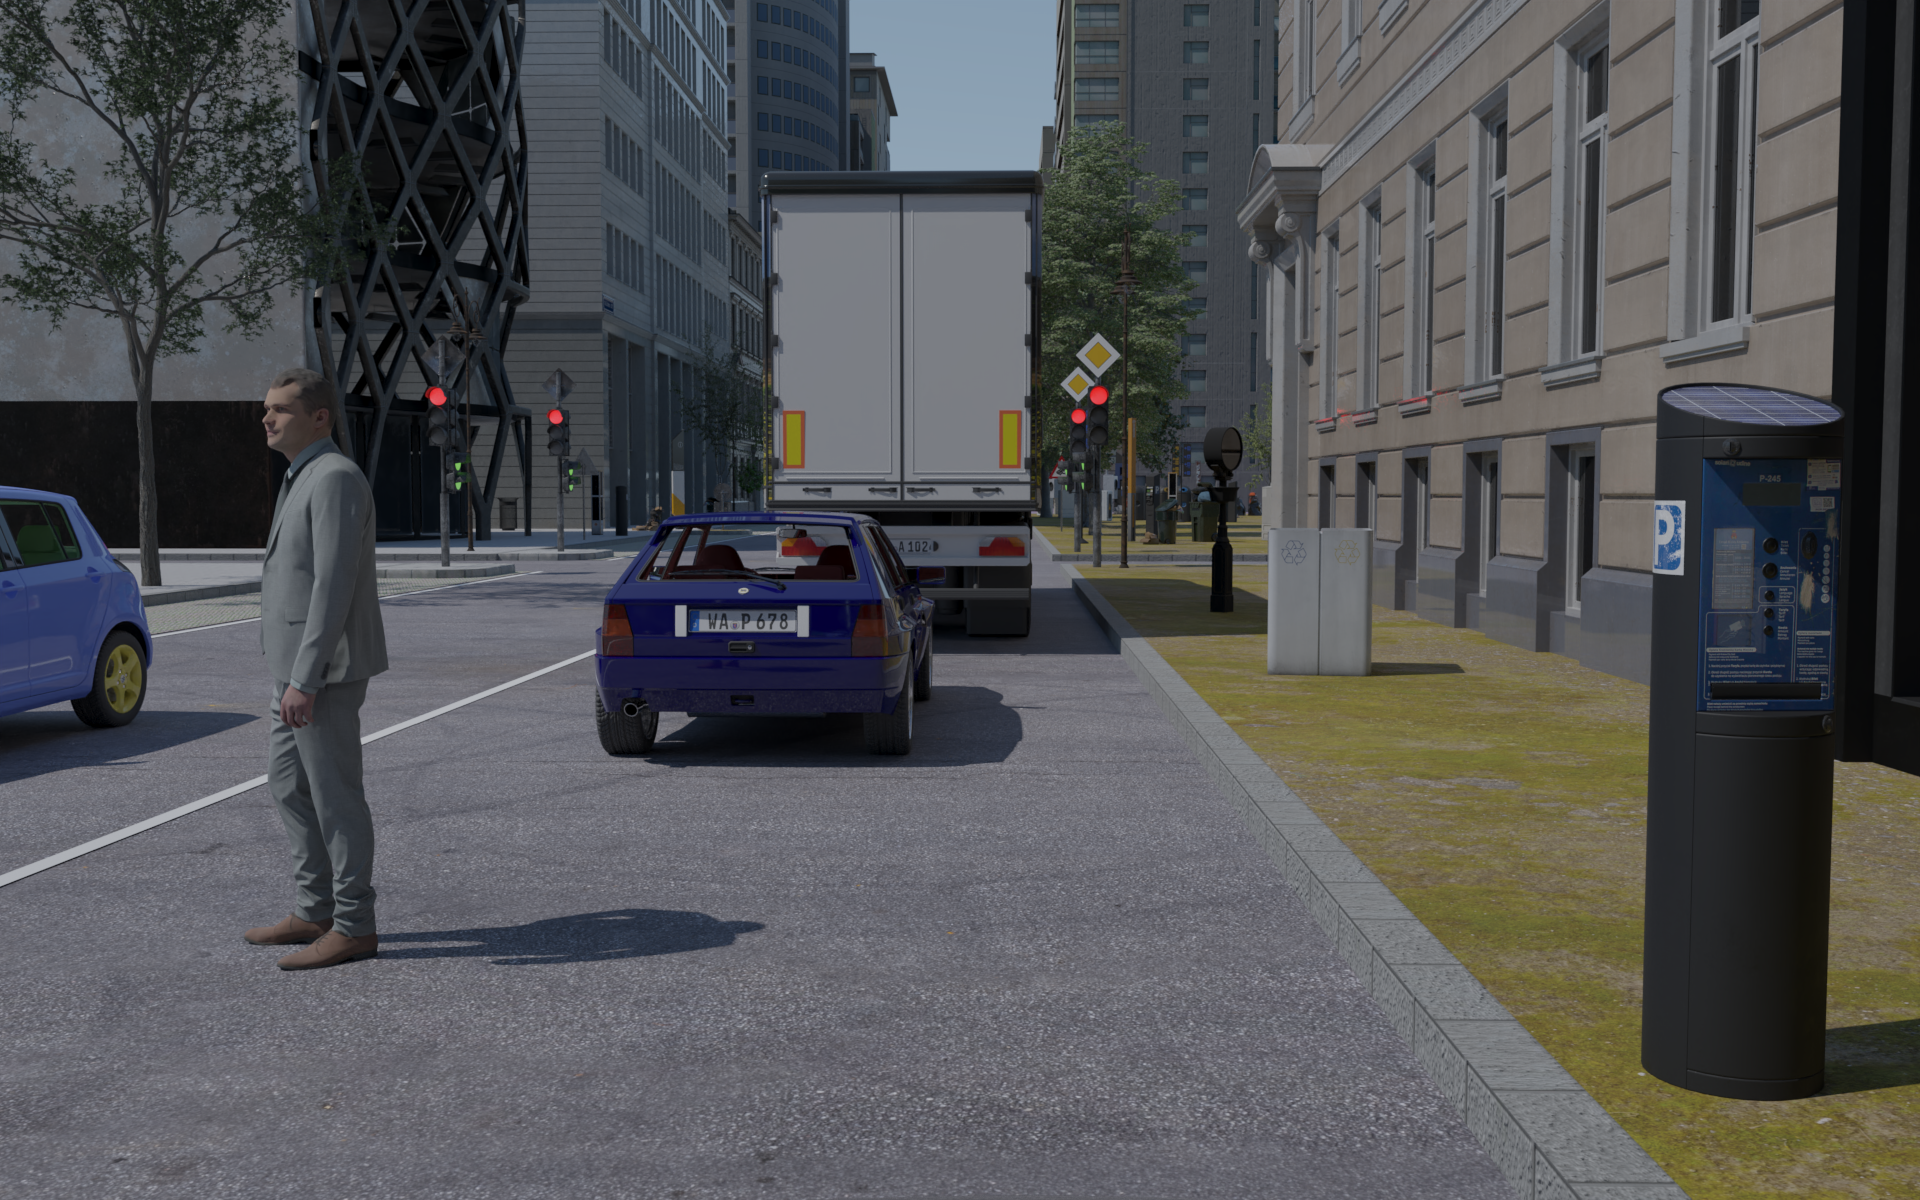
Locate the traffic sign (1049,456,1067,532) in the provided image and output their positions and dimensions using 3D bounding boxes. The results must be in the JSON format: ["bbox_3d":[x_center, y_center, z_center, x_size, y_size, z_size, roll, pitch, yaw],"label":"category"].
[{"bbox_3d":[3.461,-3.606,58.955,0.884,2.594,0.081,1,4,9],"label":"traffic sign"}]

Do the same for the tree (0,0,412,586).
[{"bbox_3d":[-11.428,-5.451,23.542,8.767,10.594,7.601,1,4,20],"label":"tree"}]

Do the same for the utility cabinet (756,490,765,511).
[{"bbox_3d":[-10.591,-5.230,94.185,0.318,1.500,1.173,2,4,34],"label":"utility cabinet"}]

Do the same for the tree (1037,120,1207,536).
[{"bbox_3d":[3.922,-8.256,53.112,7.486,12.596,7.792,0,3,0],"label":"tree"}]

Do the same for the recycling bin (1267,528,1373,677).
[{"bbox_3d":[2.603,0.001,12.542,0.722,1.027,0.722,1,4,11],"label":"recycling bin"}]

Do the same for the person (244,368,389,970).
[{"bbox_3d":[-1.965,0.200,5.325,0.391,1.810,0.635,-2,4,-32],"label":"person"}]

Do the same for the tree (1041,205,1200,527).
[{"bbox_3d":[4.769,-9.166,66.873,9.611,12.733,9.660,0,3,0],"label":"tree"}]

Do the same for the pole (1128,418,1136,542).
[{"bbox_3d":[4.632,-3.230,46.654,0.158,3.312,0.155,0,3,0],"label":"pole"}]

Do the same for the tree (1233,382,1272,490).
[{"bbox_3d":[19.697,-9.773,110.154,4.737,8.622,4.395,0,3,0],"label":"tree"}]

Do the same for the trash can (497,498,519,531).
[{"bbox_3d":[-15.830,-2.999,60.693,0.748,1.137,0.748,0,3,0],"label":"trash can"}]

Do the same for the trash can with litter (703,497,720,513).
[{"bbox_3d":[-10.087,-3.676,71.486,0.624,1.170,1.055,1,4,22],"label":"trash can with litter"}]

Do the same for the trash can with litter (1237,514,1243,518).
[{"bbox_3d":[14.195,-5.044,93.521,2.233,1.210,1.678,0,4,4],"label":"trash can with litter"}]

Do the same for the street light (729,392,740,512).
[{"bbox_3d":[-9.997,-6.339,76.435,0.468,5.910,1.993,0,4,1],"label":"street light"}]

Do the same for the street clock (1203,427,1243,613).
[{"bbox_3d":[2.853,-0.871,18.810,0.358,2.002,0.471,3,4,39],"label":"street clock"}]

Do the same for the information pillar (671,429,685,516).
[{"bbox_3d":[-10.191,-4.362,62.670,0.504,3.616,0.183,-3,5,-40],"label":"information pillar"}]

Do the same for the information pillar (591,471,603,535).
[{"bbox_3d":[-11.360,-3.041,54.210,0.304,2.012,0.304,0,4,6],"label":"information pillar"}]

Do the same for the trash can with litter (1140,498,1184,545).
[{"bbox_3d":[5.132,-2.001,44.097,1.055,1.170,0.624,-2,4,-35],"label":"trash can with litter"}]

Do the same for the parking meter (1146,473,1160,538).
[{"bbox_3d":[5.304,-2.565,47.651,0.255,1.863,0.399,3,4,37],"label":"parking meter"}]

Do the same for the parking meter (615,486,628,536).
[{"bbox_3d":[-10.387,-2.735,53.129,0.372,1.533,0.369,0,3,0],"label":"parking meter"}]

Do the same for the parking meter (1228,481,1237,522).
[{"bbox_3d":[12.322,-4.442,78.341,0.399,1.863,0.255,2,4,27],"label":"parking meter"}]

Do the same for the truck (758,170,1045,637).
[{"bbox_3d":[-0.345,-1.941,20.654,2.839,4.237,11.283,0,4,2],"label":"truck"}]

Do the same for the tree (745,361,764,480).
[{"bbox_3d":[-9.687,-8.647,91.743,4.737,8.622,4.395,0,3,0],"label":"tree"}]

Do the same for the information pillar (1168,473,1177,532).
[{"bbox_3d":[7.282,-3.356,59.355,0.304,2.012,0.304,0,4,6],"label":"information pillar"}]

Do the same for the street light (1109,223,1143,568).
[{"bbox_3d":[2.845,-3.491,29.860,0.468,5.910,1.993,0,4,1],"label":"street light"}]

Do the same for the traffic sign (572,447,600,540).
[{"bbox_3d":[-10.497,-2.956,48.331,0.884,2.594,0.081,0,4,2],"label":"traffic sign"}]

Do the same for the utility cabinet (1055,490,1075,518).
[{"bbox_3d":[5.798,-5.115,92.312,1.173,1.500,0.318,-2,4,-27],"label":"utility cabinet"}]

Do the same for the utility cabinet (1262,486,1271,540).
[{"bbox_3d":[8.641,-2.333,46.829,0.318,1.500,1.173,-2,4,-29],"label":"utility cabinet"}]

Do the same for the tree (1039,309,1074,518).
[{"bbox_3d":[4.669,-11.458,93.990,9.857,13.997,8.962,0,3,0],"label":"tree"}]

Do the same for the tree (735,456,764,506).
[{"bbox_3d":[-10.457,-5.643,86.858,1.663,3.219,1.824,0,3,0],"label":"tree"}]

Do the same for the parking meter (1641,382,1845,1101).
[{"bbox_3d":[1.709,0.282,3.793,0.372,1.533,0.369,0,3,0],"label":"parking meter"}]

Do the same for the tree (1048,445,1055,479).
[{"bbox_3d":[5.677,-11.820,143.617,4.737,8.622,4.395,0,3,0],"label":"tree"}]

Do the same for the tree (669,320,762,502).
[{"bbox_3d":[-10.074,-7.482,72.695,4.360,8.622,3.978,0,3,0],"label":"tree"}]

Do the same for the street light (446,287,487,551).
[{"bbox_3d":[-11.003,-4.036,38.781,0.468,5.910,1.993,0,4,1],"label":"street light"}]
